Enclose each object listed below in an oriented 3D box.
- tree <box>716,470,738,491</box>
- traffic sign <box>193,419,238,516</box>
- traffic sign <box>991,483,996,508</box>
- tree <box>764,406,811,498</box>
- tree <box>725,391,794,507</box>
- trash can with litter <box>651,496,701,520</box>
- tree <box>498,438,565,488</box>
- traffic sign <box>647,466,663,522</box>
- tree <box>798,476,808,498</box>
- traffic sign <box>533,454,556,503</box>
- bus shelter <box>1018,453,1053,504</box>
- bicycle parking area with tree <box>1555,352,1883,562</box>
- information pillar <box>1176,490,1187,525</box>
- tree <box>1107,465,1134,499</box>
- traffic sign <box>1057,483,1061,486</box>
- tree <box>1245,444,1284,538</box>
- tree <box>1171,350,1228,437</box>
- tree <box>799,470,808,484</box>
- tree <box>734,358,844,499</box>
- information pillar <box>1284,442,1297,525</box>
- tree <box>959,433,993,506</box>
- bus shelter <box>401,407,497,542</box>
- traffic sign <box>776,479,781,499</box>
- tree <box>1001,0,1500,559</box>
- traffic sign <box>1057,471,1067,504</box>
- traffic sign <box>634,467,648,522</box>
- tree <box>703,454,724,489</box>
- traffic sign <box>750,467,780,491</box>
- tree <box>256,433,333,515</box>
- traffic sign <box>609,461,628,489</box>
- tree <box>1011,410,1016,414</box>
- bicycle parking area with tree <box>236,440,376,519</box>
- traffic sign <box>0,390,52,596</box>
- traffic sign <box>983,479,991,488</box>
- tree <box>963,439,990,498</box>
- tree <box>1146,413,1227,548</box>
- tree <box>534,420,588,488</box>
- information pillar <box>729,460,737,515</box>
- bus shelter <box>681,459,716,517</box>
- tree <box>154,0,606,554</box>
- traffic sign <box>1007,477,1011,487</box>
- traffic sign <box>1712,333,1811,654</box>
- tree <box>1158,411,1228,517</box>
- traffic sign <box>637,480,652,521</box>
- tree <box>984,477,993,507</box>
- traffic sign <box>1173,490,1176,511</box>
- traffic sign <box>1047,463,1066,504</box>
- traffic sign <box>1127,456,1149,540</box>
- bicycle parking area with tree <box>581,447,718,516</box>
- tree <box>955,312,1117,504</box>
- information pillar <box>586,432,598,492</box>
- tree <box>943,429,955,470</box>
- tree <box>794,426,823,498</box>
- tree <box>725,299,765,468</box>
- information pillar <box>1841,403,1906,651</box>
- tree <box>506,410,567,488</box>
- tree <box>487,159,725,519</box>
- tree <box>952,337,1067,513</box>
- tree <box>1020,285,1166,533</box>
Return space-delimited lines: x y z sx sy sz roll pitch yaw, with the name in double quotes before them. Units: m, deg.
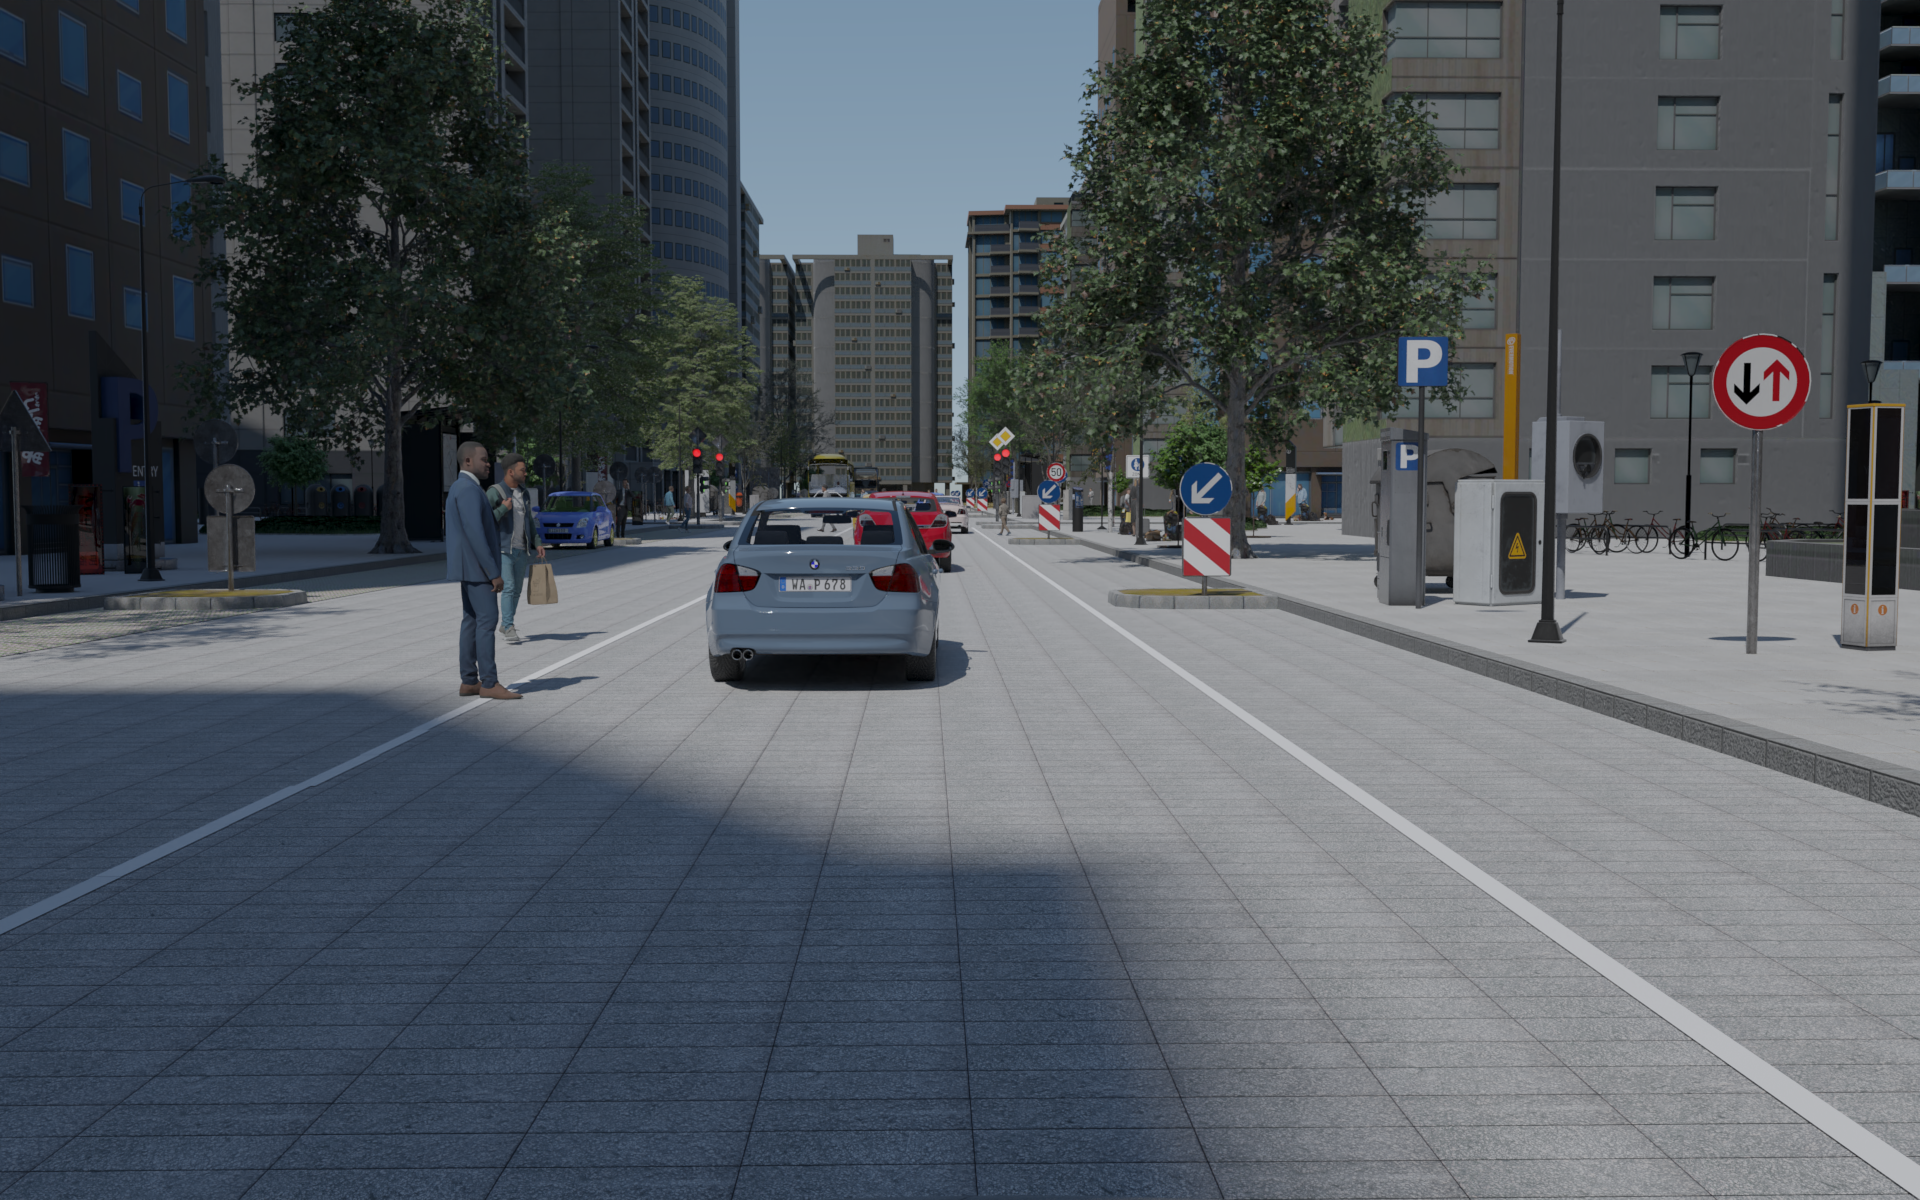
"tree" -18.351 -8.767 137.941 1.663 3.219 1.824 0 3 0
"traffic sign" -12.640 -1.793 29.423 0.768 2.556 0.104 0 4 1
"traffic sign" 2.915 -9.174 150.099 0.768 2.556 0.104 0 4 4
"tree" -14.773 -11.912 145.130 4.737 8.622 4.395 0 3 0
"tree" -14.004 -9.994 113.766 4.360 8.622 3.978 0 3 0
"trash can with litter" -14.437 -4.689 87.724 2.233 1.210 1.678 0 4 3
"tree" -22.290 -6.506 90.081 4.285 4.588 4.351 0 3 0
"traffic sign" -14.078 -4.875 79.812 0.768 2.556 0.104 1 4 8
"tree" -16.034 -11.387 180.779 1.663 3.219 1.824 0 3 0
"traffic sign" -13.196 -3.356 54.974 0.768 2.556 0.104 1 4 8
"bus shelter" 4.492 -6.774 102.035 1.731 3.624 6.357 0 4 -1
"bicycle parking area with tree" 17.129 -3.017 36.323 8.231 4.147 9.016 -1 4 -11
"information pillar" 6.476 -2.834 50.825 0.304 2.012 0.304 1 4 20
"tree" 10.441 -7.315 114.208 1.663 3.219 1.824 0 3 0
"traffic sign" 5.278 -5.708 95.459 0.606 2.300 0.079 0 4 7
"tree" 8.736 -3.433 50.723 1.663 3.219 1.824 0 3 0
"tree" 12.343 -8.358 87.013 4.737 8.622 4.395 0 3 0
"tree" -15.630 -12.363 185.841 4.285 4.588 4.351 0 3 0
"tree" -15.497 -14.900 153.992 12.009 13.543 11.850 0 3 0
"information pillar" 13.674 -4.909 71.620 0.183 3.616 0.504 -3 5 -43
"tree" 2.023 -14.513 187.651 4.360 8.622 3.978 0 3 0
"bus shelter" -14.364 -3.537 49.114 1.731 3.624 6.357 0 4 -1
"traffic sign" -14.909 -8.603 140.769 0.768 2.556 0.104 0 4 8
"tree" 5.596 -7.174 34.302 9.611 12.733 9.660 0 3 0
"traffic sign" 4.616 -4.922 80.574 0.768 2.556 0.104 0 4 6
"traffic sign" -14.835 -4.941 80.894 0.768 2.556 0.104 0 4 6
"tree" -20.882 -9.708 142.441 4.285 4.588 4.351 0 3 0
"traffic sign" -14.844 -8.426 131.630 2.265 3.308 0.079 0 4 4
"tree" -31.179 -5.964 81.218 4.285 4.588 4.351 0 3 0
"traffic sign" -13.200 -4.090 66.984 0.768 2.556 0.104 0 4 8
"tree" 4.631 -8.700 92.615 4.360 8.622 3.978 0 3 0
"bicycle parking area with tree" -31.955 -6.209 88.516 9.016 4.147 8.231 3 5 41
"traffic sign" -11.807 -1.325 21.671 0.884 2.594 0.081 0 4 1
"traffic sign" 2.325 -9.105 148.975 0.768 2.556 0.104 0 4 3
"tree" 1.980 -17.008 228.434 4.737 8.622 4.395 0 3 0
"tree" 5.341 -2.858 41.329 1.663 3.219 1.824 0 3 0
"tree" -22.694 -9.051 98.345 4.360 8.622 3.978 0 3 0
"information pillar" -13.883 -6.987 105.595 0.183 3.616 0.504 3 5 41
"bus shelter" -14.826 -6.457 99.502 2.014 3.302 5.546 0 4 -1
"tree" -12.134 -7.345 37.092 9.611 12.733 9.660 0 3 0
"traffic sign" 3.632 -7.826 128.055 0.768 2.556 0.104 1 4 8
"traffic sign" 6.359 -0.840 13.835 0.768 2.556 0.104 0 4 3
"tree" 9.468 -5.174 68.307 4.285 4.588 4.351 0 3 0
"traffic sign" -15.075 -5.082 83.094 0.884 2.594 0.081 0 4 3
"tree" 3.130 -10.993 174.343 1.663 3.219 1.824 0 3 0
"traffic sign" 6.174 -3.044 49.881 0.768 2.556 0.104 0 4 1
"traffic sign" 3.900 -4.291 70.271 0.768 2.556 0.104 0 4 1
"traffic sign" 4.682 -2.667 45.731 0.606 2.300 0.079 0 4 -1
"bicycle parking area with tree" -20.542 -7.237 105.319 8.231 4.147 9.016 1 4 19
"tree" 4.433 -9.248 85.623 8.767 10.594 7.601 0 4 3
"information pillar" -13.936 -4.544 65.651 0.504 3.616 0.183 -3 5 -44
"tree" 1.621 -17.351 218.098 8.767 10.594 7.601 1 4 21
"tree" -15.336 -13.108 164.677 4.360 8.622 3.978 0 3 0
"tree" -13.906 -10.526 90.230 7.486 12.596 7.792 0 3 0
"information pillar" 7.502 -0.596 14.243 0.304 2.012 0.304 -1 4 -13
"tree" -16.981 -7.156 67.369 4.737 8.622 4.395 0 3 0
"tree" -13.240 -8.664 59.776 7.486 12.596 7.792 0 3 0
"tree" 3.692 -11.627 115.854 9.928 11.665 9.643 0 3 0
"tree" 4.772 -6.550 57.449 4.360 8.622 3.978 0 3 0
